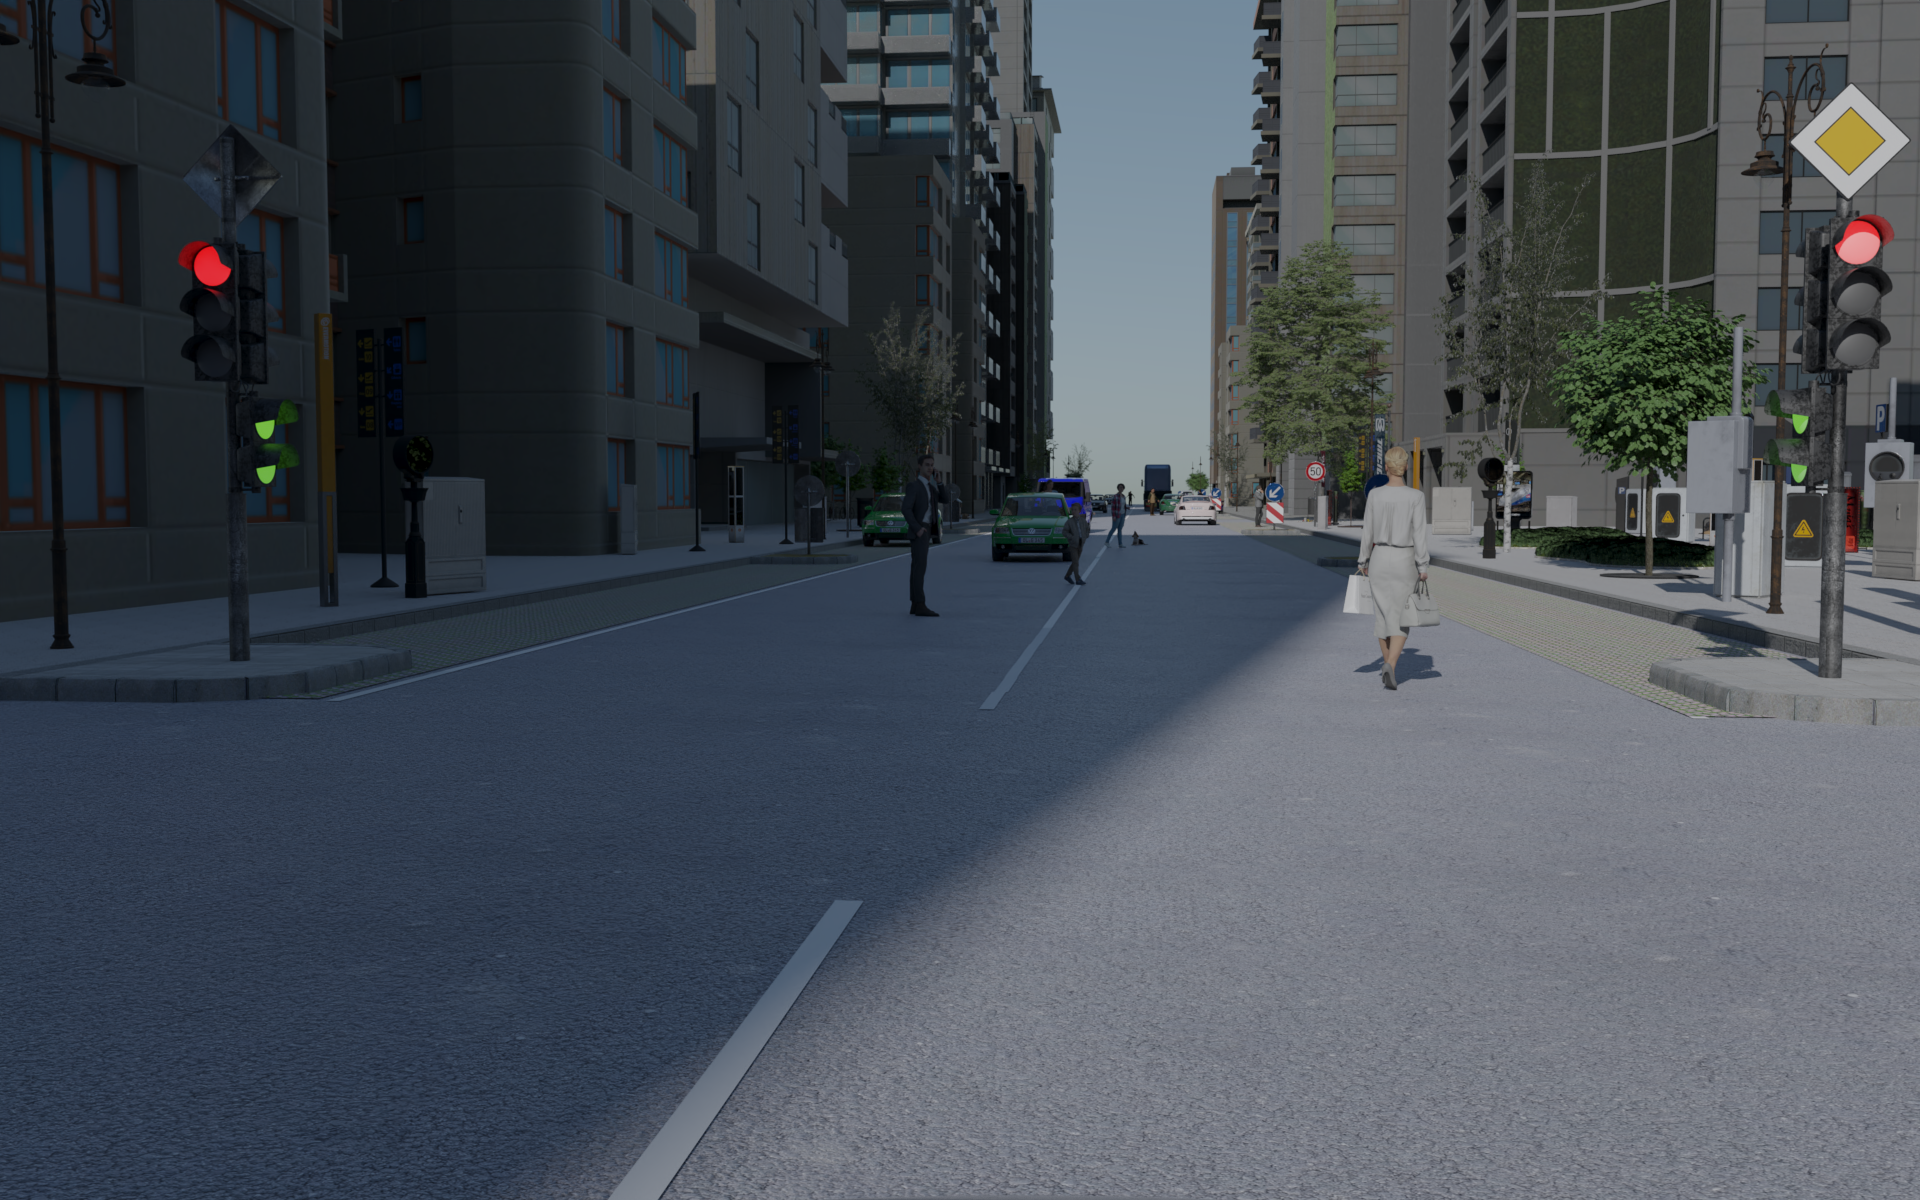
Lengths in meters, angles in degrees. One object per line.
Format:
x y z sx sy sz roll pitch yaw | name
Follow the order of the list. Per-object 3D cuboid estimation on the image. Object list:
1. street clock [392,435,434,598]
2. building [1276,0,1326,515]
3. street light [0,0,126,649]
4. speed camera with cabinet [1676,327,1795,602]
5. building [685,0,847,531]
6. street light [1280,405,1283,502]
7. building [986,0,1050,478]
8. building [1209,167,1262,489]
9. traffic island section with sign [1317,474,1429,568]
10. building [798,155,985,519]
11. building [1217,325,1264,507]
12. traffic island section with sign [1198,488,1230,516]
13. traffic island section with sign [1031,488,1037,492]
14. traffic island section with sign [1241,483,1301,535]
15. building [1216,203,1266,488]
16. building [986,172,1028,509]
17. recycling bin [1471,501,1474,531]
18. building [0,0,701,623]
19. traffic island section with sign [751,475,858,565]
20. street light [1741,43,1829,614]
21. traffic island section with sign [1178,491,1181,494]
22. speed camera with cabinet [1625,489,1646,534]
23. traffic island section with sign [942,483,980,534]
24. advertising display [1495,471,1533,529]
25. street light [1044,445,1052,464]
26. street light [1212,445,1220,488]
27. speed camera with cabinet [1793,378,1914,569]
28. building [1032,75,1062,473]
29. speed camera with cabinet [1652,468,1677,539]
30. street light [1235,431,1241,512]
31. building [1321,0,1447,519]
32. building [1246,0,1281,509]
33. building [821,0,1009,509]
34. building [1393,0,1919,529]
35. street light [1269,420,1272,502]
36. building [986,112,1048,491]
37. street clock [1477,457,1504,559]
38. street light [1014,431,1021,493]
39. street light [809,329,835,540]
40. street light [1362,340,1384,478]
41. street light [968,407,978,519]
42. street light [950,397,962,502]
-6.719 -1.025 21.333 0.358 2.002 0.471 2 4 27 | street clock
31.924 -35.037 114.858 21.231 58.520 28.212 0 4 6 | building
-7.462 -2.534 14.212 0.468 5.910 1.993 0 4 6 | street light
9.546 -1.646 21.255 0.660 3.252 2.038 3 5 42 | speed camera with cabinet
-19.388 -29.171 66.189 28.713 52.752 27.495 0 4 6 | building
15.987 -6.935 86.172 0.468 5.910 1.993 0 4 6 | street light
-0.065 -46.472 198.069 20.563 71.187 20.611 0 4 6 | building
41.487 -35.869 236.560 14.600 45.320 14.200 0 4 6 | building
8.152 -1.576 34.388 1.989 1.847 2.006 0 4 6 | traffic island section with sign
-13.585 -15.859 104.328 27.650 21.520 28.899 0 4 6 | building
42.960 -21.142 190.714 27.650 21.520 28.899 0 4 6 | building
16.285 -6.263 111.030 1.989 1.847 2.006 0 4 6 | traffic island section with sign
4.964 -6.352 112.479 1.989 1.847 2.006 0 4 6 | traffic island section with sign
11.052 -3.248 61.728 1.989 1.847 2.006 0 4 6 | traffic island section with sign
48.591 -32.062 216.092 32.217 40.220 23.993 0 4 6 | building
-1.386 -23.466 155.374 14.160 30.474 14.107 0 4 6 | building
17.470 -2.940 60.622 0.722 1.027 0.722 -2 4 -24 | recycling bin
-21.945 -11.379 31.082 27.650 21.520 28.899 0 4 6 | building
-3.174 -1.671 35.947 1.989 1.847 2.006 0 4 6 | traffic island section with sign
8.747 -2.790 18.409 0.468 5.910 1.993 0 4 6 | street light
27.918 -12.961 220.536 1.989 1.847 2.006 0 4 6 | traffic island section with sign
21.985 -3.719 55.142 0.660 3.252 2.038 0 4 -8 | speed camera with cabinet
-0.302 -3.322 62.939 1.989 1.847 2.006 0 4 6 | traffic island section with sign
15.318 -2.611 47.900 0.974 1.923 0.123 2 4 28 | advertising display
7.862 -11.354 158.430 0.468 5.910 1.993 0 4 6 | street light
23.950 -11.506 160.902 0.468 5.910 1.993 0 4 6 | street light
15.191 -2.167 29.768 2.038 3.252 0.660 2 4 35 | speed camera with cabinet
-1.847 -38.833 224.152 28.713 52.752 27.495 0 4 6 | building
19.277 -3.127 45.459 2.038 3.252 0.660 3 5 41 | speed camera with cabinet
20.365 -9.446 127.227 0.468 5.910 1.993 0 4 6 | street light
26.891 -25.144 94.691 14.154 41.232 14.086 0 4 6 | building
35.597 -29.915 143.731 22.147 44.769 28.867 0 4 6 | building
-8.662 -31.413 133.213 23.786 49.044 30.456 0 4 6 | building
30.000 -38.672 70.535 20.563 71.187 20.611 0 4 6 | building
16.793 -7.386 93.550 0.468 5.910 1.993 0 4 6 | street light
1.738 -30.403 180.691 14.154 41.232 14.086 0 4 6 | building
10.514 -1.821 34.352 0.471 2.002 0.358 -1 4 -17 | street clock
4.168 -9.280 124.516 0.468 5.910 1.993 0 4 6 | street light
-3.856 -4.645 48.733 0.468 5.910 1.993 0 4 6 | street light
12.383 -4.850 52.079 0.468 5.910 1.993 0 4 6 | street light
0.678 -7.200 90.509 0.468 5.910 1.993 0 4 6 | street light
-0.212 -6.704 82.402 0.468 5.910 1.993 0 4 6 | street light
